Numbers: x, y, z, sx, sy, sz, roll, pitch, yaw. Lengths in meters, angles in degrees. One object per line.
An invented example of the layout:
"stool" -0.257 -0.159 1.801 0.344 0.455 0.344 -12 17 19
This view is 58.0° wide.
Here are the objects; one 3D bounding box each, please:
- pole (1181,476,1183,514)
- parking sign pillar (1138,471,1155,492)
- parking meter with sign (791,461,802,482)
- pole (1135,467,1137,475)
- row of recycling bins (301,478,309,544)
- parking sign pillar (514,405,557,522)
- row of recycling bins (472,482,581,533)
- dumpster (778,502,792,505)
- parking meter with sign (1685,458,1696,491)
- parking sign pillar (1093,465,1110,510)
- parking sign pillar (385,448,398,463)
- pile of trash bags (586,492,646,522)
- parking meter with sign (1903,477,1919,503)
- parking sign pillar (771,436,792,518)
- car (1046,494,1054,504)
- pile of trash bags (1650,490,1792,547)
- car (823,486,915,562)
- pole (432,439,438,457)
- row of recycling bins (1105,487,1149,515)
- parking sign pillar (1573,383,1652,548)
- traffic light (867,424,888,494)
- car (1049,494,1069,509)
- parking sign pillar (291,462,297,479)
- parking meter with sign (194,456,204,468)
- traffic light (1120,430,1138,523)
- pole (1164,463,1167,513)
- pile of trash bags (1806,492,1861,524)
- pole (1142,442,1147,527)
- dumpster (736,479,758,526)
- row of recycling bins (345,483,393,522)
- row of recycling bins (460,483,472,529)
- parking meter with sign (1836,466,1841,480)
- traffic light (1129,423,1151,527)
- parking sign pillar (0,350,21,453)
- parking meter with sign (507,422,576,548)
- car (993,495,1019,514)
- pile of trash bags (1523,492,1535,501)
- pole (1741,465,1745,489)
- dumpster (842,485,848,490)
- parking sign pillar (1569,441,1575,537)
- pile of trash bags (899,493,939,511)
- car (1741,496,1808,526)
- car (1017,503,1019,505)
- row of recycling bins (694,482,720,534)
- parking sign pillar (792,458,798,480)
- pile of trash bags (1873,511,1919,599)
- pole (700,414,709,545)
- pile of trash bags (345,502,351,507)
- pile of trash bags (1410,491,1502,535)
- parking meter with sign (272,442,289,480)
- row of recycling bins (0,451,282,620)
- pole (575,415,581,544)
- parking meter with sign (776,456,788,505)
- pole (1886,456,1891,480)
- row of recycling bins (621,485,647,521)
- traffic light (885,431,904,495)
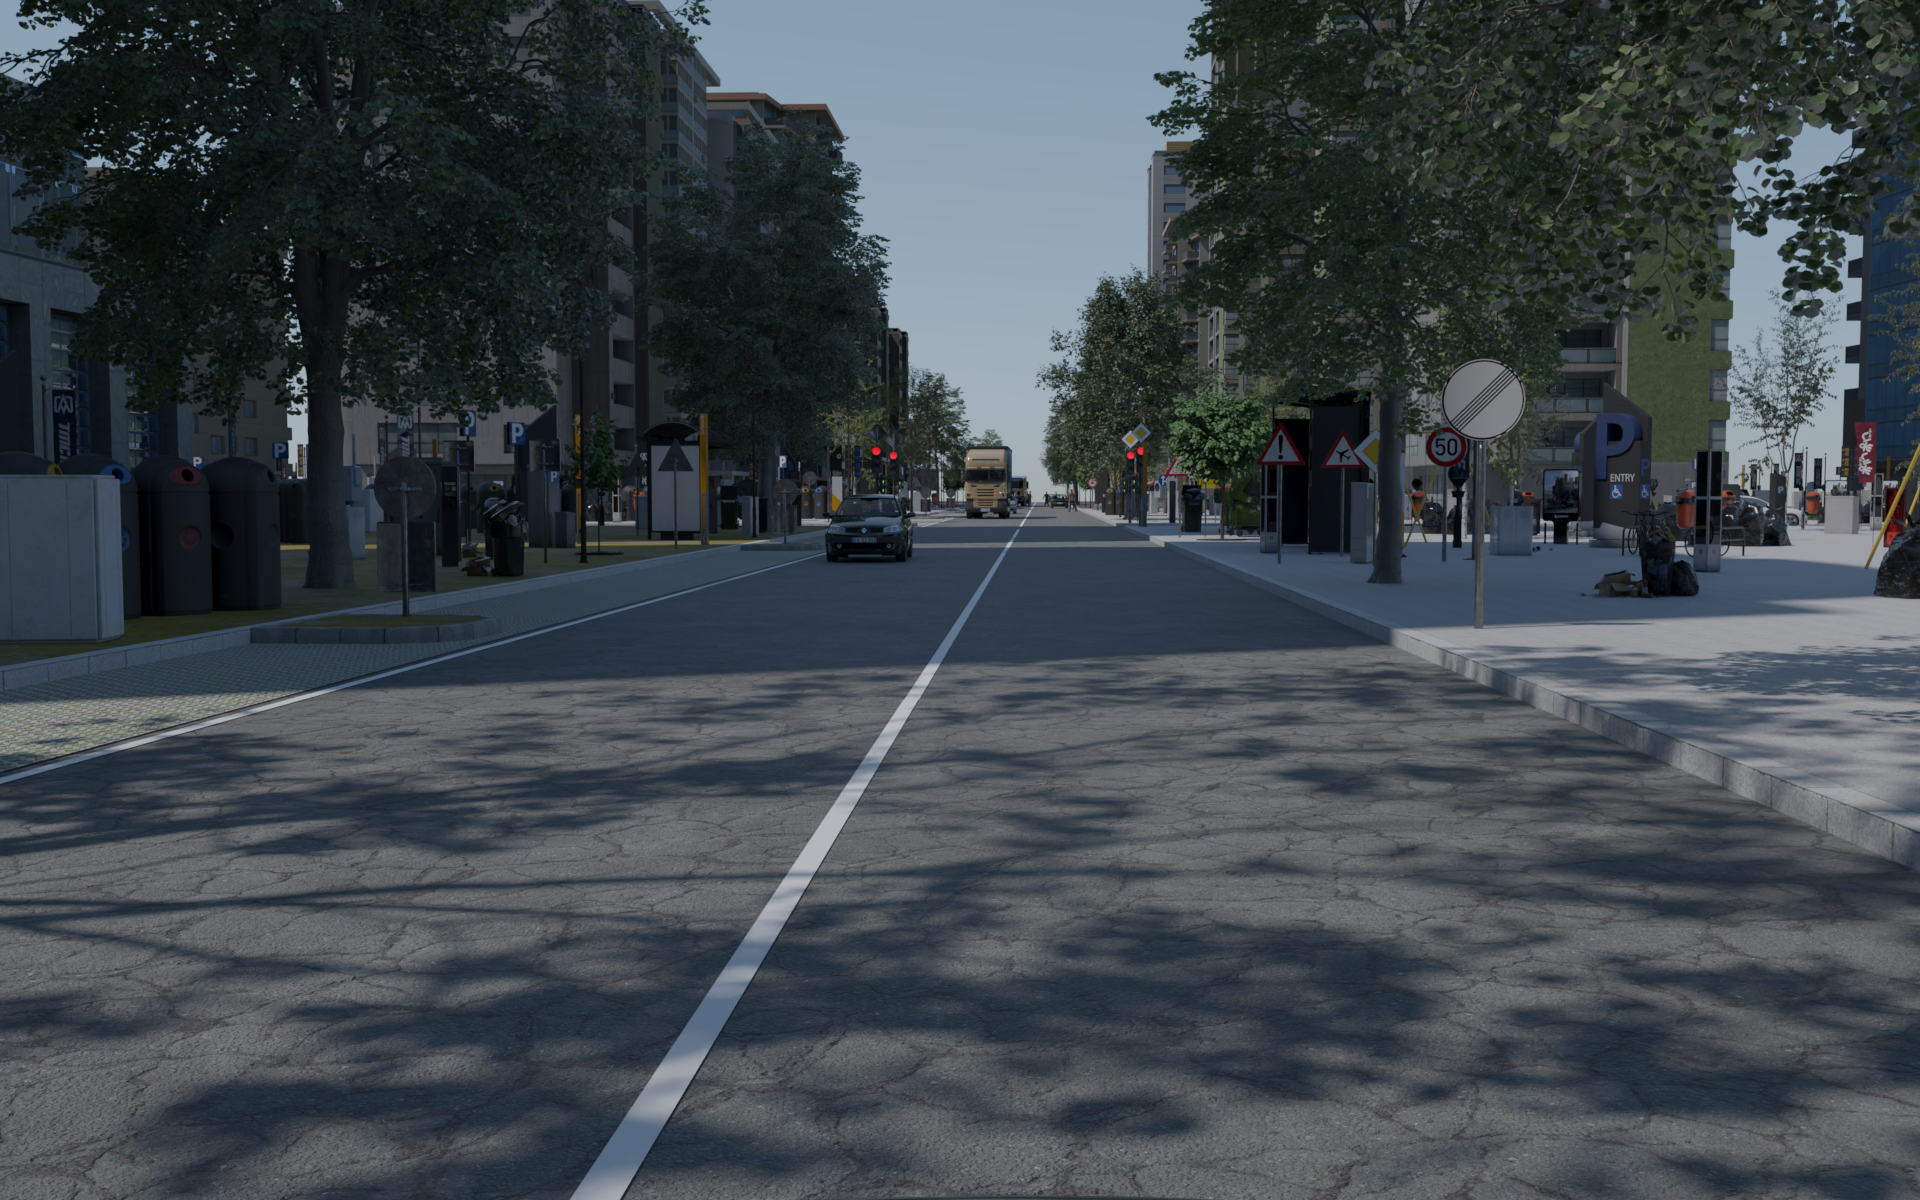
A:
"pole" 14.472 -7.298 113.172 0.158 3.312 0.155 0 3 0
"parking sign pillar" 14.194 -8.770 131.860 1.447 3.967 1.447 -1 4 -11
"parking meter with sign" -9.325 -5.866 92.175 1.738 3.016 0.543 -1 4 -12
"pole" 11.722 -7.461 115.830 0.158 3.312 0.155 0 3 0
"row of recycling bins" -17.762 -2.387 46.148 1.069 1.692 3.534 -3 4 -37
"parking sign pillar" -12.690 -3.876 51.837 1.447 3.967 1.447 3 4 38
"row of recycling bins" -14.180 -3.068 57.271 3.534 1.692 1.069 -1 4 -11
"dumpster" -8.486 -4.750 83.428 1.264 1.857 1.865 0 4 3
"parking meter with sign" 35.840 -5.415 84.791 0.543 3.016 1.738 0 4 5
"parking sign pillar" 11.650 -9.373 141.725 1.447 3.967 1.447 3 5 42
"parking sign pillar" -28.065 -5.989 86.389 1.447 3.967 1.447 0 4 1
"pile of trash bags" -15.941 -4.309 80.206 3.447 1.369 1.912 2 4 28
"parking meter with sign" 69.681 -7.982 126.771 1.738 3.016 0.543 0 4 -8
"parking sign pillar" -7.410 -4.805 67.027 1.447 3.967 1.447 0 4 1
"car" 13.519 -14.797 253.730 2.131 1.459 4.920 0 4 2
"pile of trash bags" 18.823 -2.017 42.729 3.447 1.369 1.912 -2 4 -32
"car" -1.954 -1.723 37.960 2.009 1.686 4.222 0 4 1
"pole" -19.442 -4.304 64.219 0.158 3.312 0.155 0 3 0
"row of recycling bins" 10.024 -5.949 104.375 1.069 1.692 3.534 -2 4 -33
"parking sign pillar" 15.847 -3.239 41.430 1.447 3.967 1.447 -2 4 -31
"traffic light" -3.283 -4.889 68.858 0.839 4.253 0.868 0 4 3
"car" 9.920 -9.977 172.916 2.009 1.686 4.222 0 4 2
"parking sign pillar" -56.318 -9.673 146.627 1.447 3.967 1.447 -1 4 -19
"parking meter with sign" -35.406 -5.191 81.126 0.543 3.016 1.738 0 4 -5
"traffic light" 7.491 -5.348 76.366 0.839 4.253 0.868 0 4 3
"pole" 13.679 -7.425 115.245 0.158 3.312 0.155 0 3 0
"pile of trash bags" 38.130 -4.002 75.181 3.447 1.369 1.912 -1 4 -21
"pole" 7.206 -4.508 67.547 0.158 3.312 0.155 0 3 0
"dumpster" -8.294 -3.870 69.034 1.264 1.857 1.865 0 4 3
"row of recycling bins" -22.919 -3.634 66.533 1.069 1.692 3.534 3 5 41
"row of recycling bins" -16.929 -3.509 64.478 3.534 1.692 1.069 0 4 2
"parking meter with sign" 55.502 -6.864 108.482 0.543 3.016 1.738 0 4 2
"traffic light" 7.118 -4.860 68.390 0.839 4.253 0.868 0 4 3
"parking sign pillar" -17.966 -2.655 31.875 1.447 3.967 1.447 1 4 17
"parking meter with sign" -10.009 -2.772 41.582 1.738 3.016 0.543 2 4 28
"car" 3.277 -7.030 126.942 2.014 1.417 4.499 0 4 1
"pile of trash bags" 23.517 -4.060 76.129 3.447 1.369 1.912 0 3 0
"pole" 54.404 -7.738 120.351 0.158 3.312 0.155 0 3 0
"dumpster" -7.284 -6.291 108.618 1.264 1.857 1.865 0 4 3
"parking sign pillar" 19.080 -3.910 52.395 1.447 3.967 1.447 -2 4 -34
"pile of trash bags" -3.416 -7.884 138.649 3.447 1.369 1.912 0 4 3
"car" 32.475 -3.626 71.647 4.827 1.381 2.083 0 4 4
"car" 6.844 -13.287 227.465 2.015 1.641 3.980 0 4 3
"row of recycling bins" -8.635 -3.086 57.570 1.069 1.692 3.534 -1 4 -15
"parking sign pillar" -9.782 -6.768 99.123 1.447 3.967 1.447 -2 4 -35
"pile of trash bags" 13.182 -0.691 21.049 3.447 1.369 1.912 0 4 0
"pole" -6.500 -3.070 44.033 0.158 3.312 0.155 0 3 0
"pile of trash bags" -23.198 -3.177 61.696 3.447 1.369 1.912 -2 4 -33
"pile of trash bags" 15.656 -2.832 56.062 1.912 1.369 3.447 -1 4 -20
"parking meter with sign" -22.954 -3.752 57.605 0.543 3.016 1.738 0 4 4
"row of recycling bins" -8.652 -0.671 18.079 1.069 1.692 3.534 2 4 24
"pole" -9.796 -3.105 44.608 0.158 3.312 0.155 0 3 0
"parking meter with sign" -8.613 -5.006 78.103 1.738 3.016 0.543 -3 5 -43
"pole" 50.323 -6.122 93.930 0.158 3.312 0.155 0 3 0
"row of recycling bins" -14.393 -4.628 82.782 3.534 1.692 1.069 -1 4 -10
"traffic light" -2.910 -5.377 76.834 0.839 4.253 0.868 0 4 3
